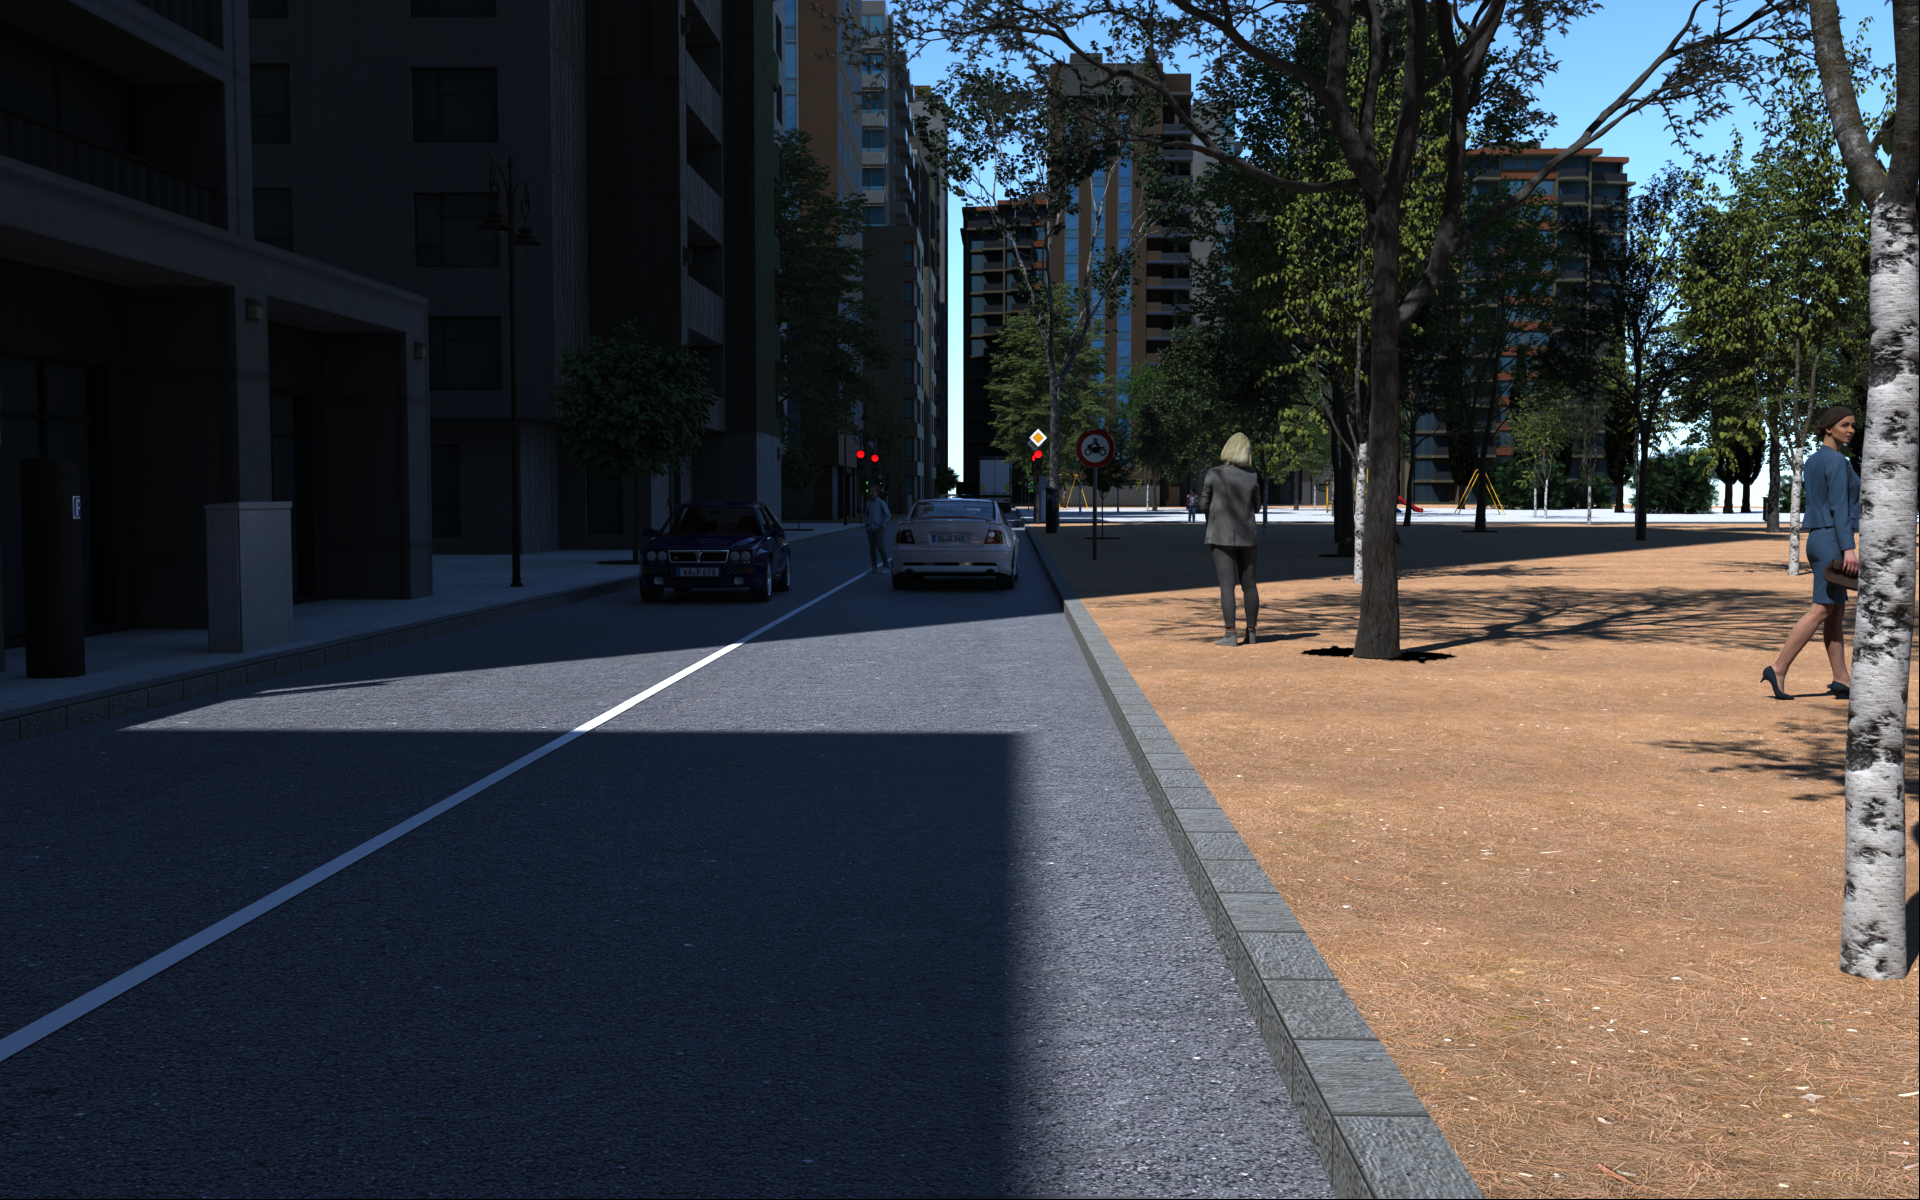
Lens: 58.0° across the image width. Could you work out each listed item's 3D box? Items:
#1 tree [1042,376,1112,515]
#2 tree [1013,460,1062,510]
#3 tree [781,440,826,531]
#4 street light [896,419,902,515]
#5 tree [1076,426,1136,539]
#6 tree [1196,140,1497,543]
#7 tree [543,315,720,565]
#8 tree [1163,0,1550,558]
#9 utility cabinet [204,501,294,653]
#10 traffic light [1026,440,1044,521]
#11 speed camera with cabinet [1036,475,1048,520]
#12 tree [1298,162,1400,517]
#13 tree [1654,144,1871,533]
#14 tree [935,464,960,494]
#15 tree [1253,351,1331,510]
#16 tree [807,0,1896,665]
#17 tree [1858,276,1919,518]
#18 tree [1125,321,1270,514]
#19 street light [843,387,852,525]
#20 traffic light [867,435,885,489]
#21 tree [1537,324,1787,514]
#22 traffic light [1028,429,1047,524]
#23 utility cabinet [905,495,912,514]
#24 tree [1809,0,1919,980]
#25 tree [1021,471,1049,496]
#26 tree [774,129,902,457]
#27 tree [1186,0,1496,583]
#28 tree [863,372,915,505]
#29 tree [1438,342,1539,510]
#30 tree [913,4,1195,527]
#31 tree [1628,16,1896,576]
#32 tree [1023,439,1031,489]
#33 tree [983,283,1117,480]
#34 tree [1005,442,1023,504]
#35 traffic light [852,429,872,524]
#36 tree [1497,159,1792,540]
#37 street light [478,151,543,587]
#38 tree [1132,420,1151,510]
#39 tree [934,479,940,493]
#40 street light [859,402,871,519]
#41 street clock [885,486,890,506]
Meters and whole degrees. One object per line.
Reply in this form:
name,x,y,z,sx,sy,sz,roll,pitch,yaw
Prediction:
tree,7.350,-9.524,106.077,4.737,8.622,4.395,0,3,0
tree,6.740,-9.738,142.934,4.285,4.588,4.351,0,3,0
tree,-5.783,-4.045,60.731,1.663,3.219,1.824,0,3,0
street light,-3.755,-8.228,107.313,0.468,5.910,1.993,0,4,2
tree,4.226,-3.369,49.685,1.663,3.219,1.824,0,3,0
tree,9.628,-6.773,45.153,7.601,10.594,8.767,1,4,13
tree,-6.062,-2.950,31.953,4.285,4.588,4.351,0,3,0
tree,7.985,-6.687,35.092,9.928,11.665,9.643,0,3,0
utility cabinet,-5.912,-0.200,14.425,0.306,1.237,1.020,0,4,2
traffic light,3.552,-5.710,82.274,0.839,4.253,0.868,0,4,2
speed camera with cabinet,4.098,-5.541,84.938,0.660,3.252,2.038,0,4,-6
tree,20.018,-14.673,95.792,12.611,20.169,13.585,0,3,0
tree,26.639,-8.503,57.145,7.486,12.596,7.792,0,3,0
tree,-2.239,-13.625,206.486,4.285,4.588,4.351,0,3,0
tree,26.896,-13.326,136.013,7.486,12.596,7.792,0,3,0
tree,3.411,-6.296,13.304,12.009,13.543,11.850,0,3,0
tree,54.230,-11.611,91.666,13.155,14.587,18.604,3,5,44
tree,15.451,-11.958,112.516,9.611,12.733,9.660,0,3,0
street light,-4.751,-6.050,71.708,0.468,5.910,1.993,0,4,2
traffic light,-4.007,-5.722,82.469,0.839,4.253,0.868,0,4,2
tree,51.052,-13.152,116.858,18.604,14.587,13.155,-2,4,-27
traffic light,3.329,-5.222,74.292,0.839,4.253,0.868,0,4,2
utility cabinet,-3.297,-6.127,111.345,0.306,1.237,1.020,-1,4,-11
tree,2.676,-3.300,4.313,4.360,8.622,3.978,0,3,0
tree,5.720,-7.948,124.552,1.663,3.219,1.824,0,3,0
tree,-5.695,-8.296,53.772,7.486,12.596,7.792,0,3,0
tree,5.667,-4.562,24.950,4.737,8.622,4.395,0,3,0
tree,-4.437,-9.331,102.928,4.737,8.622,4.395,0,3,0
tree,48.272,-15.003,147.114,13.155,14.587,18.604,2,4,31
tree,4.916,-12.895,66.716,12.611,20.169,13.585,0,3,0
tree,13.109,-4.707,27.323,4.737,8.622,4.395,0,3,0
tree,8.676,-12.520,155.067,4.737,8.622,4.395,0,3,0
tree,4.827,-10.706,93.173,7.486,12.596,7.792,0,3,0
tree,7.633,-16.161,214.597,4.737,8.622,4.395,0,3,0
traffic light,-4.229,-5.233,74.487,0.839,4.253,0.868,0,4,2
tree,19.169,-6.929,47.701,7.601,10.594,8.767,-1,4,-21
street light,-6.144,-3.121,23.822,0.468,5.910,1.993,0,4,2
tree,15.124,-11.509,138.539,4.737,8.622,4.395,0,3,0
tree,-2.761,-10.672,169.091,1.663,3.219,1.824,0,3,0
street light,-4.520,-6.724,82.727,0.468,5.910,1.993,0,4,2
street clock,-4.026,-5.449,93.665,0.471,2.002,0.358,1,4,19
